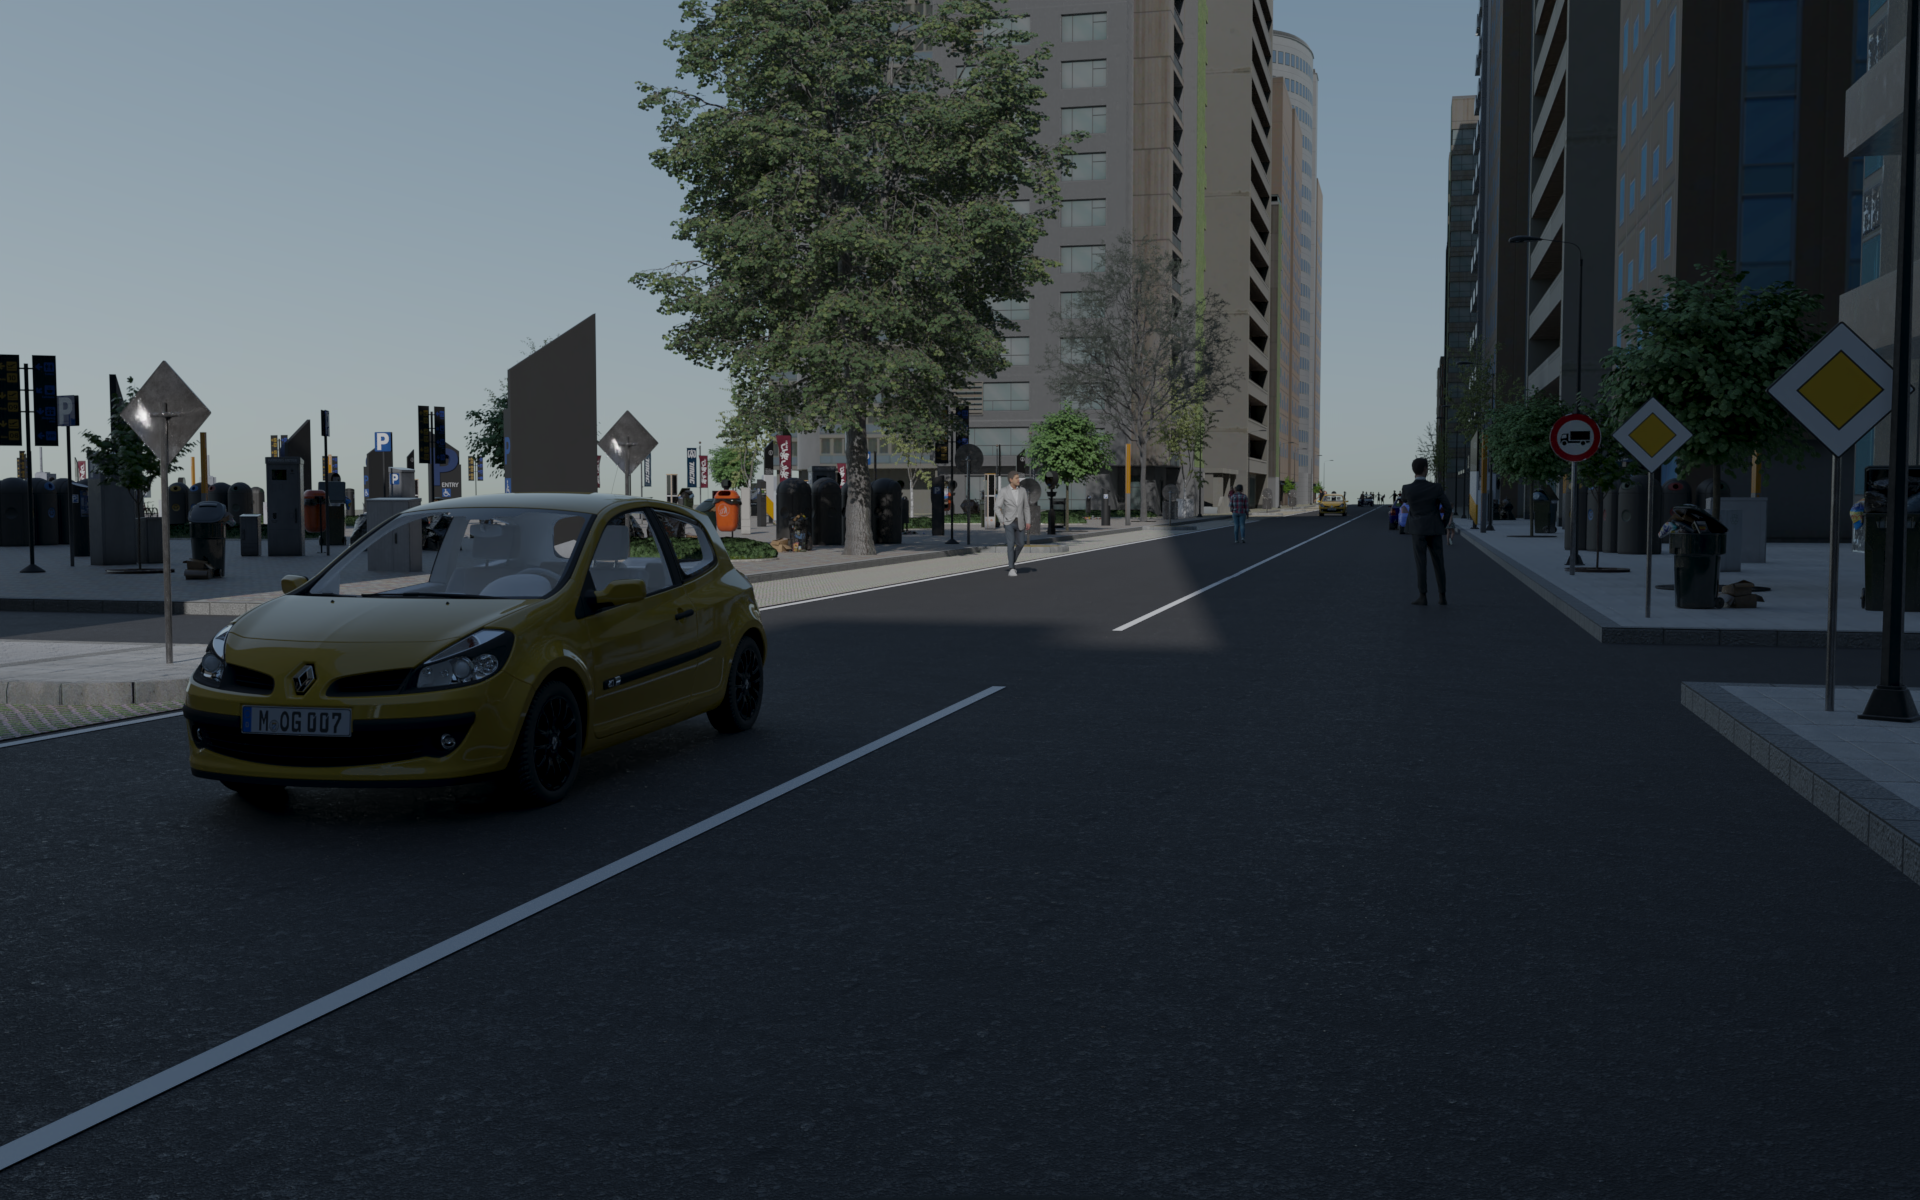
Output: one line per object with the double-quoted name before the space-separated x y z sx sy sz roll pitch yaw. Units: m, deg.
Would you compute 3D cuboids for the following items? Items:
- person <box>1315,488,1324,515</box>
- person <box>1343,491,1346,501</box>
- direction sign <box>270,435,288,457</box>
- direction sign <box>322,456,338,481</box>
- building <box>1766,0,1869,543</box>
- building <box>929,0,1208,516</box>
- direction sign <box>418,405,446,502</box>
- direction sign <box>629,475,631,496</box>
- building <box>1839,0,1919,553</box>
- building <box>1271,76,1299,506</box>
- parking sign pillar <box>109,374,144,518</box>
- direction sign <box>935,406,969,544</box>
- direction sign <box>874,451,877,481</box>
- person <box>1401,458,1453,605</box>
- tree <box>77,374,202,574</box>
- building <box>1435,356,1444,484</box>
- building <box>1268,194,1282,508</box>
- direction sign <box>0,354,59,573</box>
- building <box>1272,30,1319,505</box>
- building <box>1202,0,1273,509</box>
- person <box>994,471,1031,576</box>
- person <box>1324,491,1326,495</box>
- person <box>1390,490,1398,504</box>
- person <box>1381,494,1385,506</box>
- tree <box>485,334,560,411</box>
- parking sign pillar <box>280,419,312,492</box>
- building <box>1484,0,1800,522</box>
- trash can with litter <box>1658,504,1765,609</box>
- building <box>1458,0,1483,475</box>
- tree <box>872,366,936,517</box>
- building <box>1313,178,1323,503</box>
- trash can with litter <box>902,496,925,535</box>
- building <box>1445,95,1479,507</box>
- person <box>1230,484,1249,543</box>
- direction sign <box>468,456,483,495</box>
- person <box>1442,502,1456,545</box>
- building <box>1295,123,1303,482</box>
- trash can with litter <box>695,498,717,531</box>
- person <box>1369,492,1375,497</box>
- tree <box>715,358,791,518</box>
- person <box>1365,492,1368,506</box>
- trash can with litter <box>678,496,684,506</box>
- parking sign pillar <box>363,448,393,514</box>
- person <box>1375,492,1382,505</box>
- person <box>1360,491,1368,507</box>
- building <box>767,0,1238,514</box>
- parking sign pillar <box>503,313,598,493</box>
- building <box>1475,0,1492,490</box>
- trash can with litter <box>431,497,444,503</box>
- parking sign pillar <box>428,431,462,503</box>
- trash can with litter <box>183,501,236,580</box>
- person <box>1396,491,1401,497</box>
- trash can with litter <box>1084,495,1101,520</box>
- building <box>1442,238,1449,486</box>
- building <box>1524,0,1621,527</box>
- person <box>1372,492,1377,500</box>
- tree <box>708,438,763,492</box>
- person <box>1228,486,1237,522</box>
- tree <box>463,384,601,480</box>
"person" 24.474 -6.669 117.548 0.705 1.822 1.348 3 5 41
"person" 41.106 -10.779 185.517 0.721 1.735 1.217 0 4 7
"direction sign" -26.054 -4.549 66.376 0.876 3.537 0.379 2 4 26
"direction sign" -37.335 -6.772 102.723 0.876 3.537 0.379 -2 4 -27
"building" 27.207 -24.432 49.570 14.600 45.320 14.200 1 4 14
"building" 6.785 -25.621 102.491 14.154 41.232 14.086 1 4 14
"direction sign" -13.576 -3.217 44.593 0.379 3.537 0.876 2 4 31
"direction sign" -12.185 -4.403 63.986 0.379 3.537 0.876 0 3 0
"building" 29.864 -24.771 24.611 30.456 49.044 23.786 1 4 14
"building" 27.639 -32.671 184.288 14.600 45.320 14.200 1 4 14
"parking sign pillar" -19.058 -3.129 39.634 1.447 3.967 1.447 -1 4 -15
"direction sign" -0.205 -3.209 44.456 0.876 3.537 0.379 0 3 0
"direction sign" -4.477 -6.086 91.509 0.379 3.537 0.876 0 4 5
"person" 6.023 -0.891 22.437 0.648 1.900 0.474 0 4 3
"tree" -13.510 -2.053 28.167 1.663 3.219 1.824 0 3 0
"building" 77.072 -23.395 227.539 27.650 21.520 28.899 1 4 14
"building" 22.369 -23.858 161.783 14.160 30.474 14.107 1 4 14
"direction sign" -15.166 -2.215 28.216 0.876 3.537 0.379 -1 4 -20
"building" 33.832 -41.495 220.439 21.231 58.520 28.212 1 4 14
"building" 14.193 -31.802 143.667 21.300 48.544 21.600 1 4 14
"person" 0.906 -1.353 30.475 0.661 1.843 0.795 -1 4 -20
"person" 39.474 -10.907 187.376 0.434 1.755 0.990 2 4 31
"person" 49.220 -11.507 196.275 0.705 1.869 1.348 -3 4 -37
"person" 51.600 -12.200 211.161 0.799 1.438 0.628 3 5 45
"tree" -19.108 -7.859 78.855 4.360 8.622 3.978 0 3 0
"parking sign pillar" -23.771 -4.493 61.940 1.447 3.967 1.447 1 4 16
"building" 36.916 -27.283 96.187 14.600 45.320 14.200 1 4 14
"trash can with litter" 8.487 -0.499 19.541 1.055 1.170 0.624 -1 4 -17
"building" 54.503 -32.090 144.285 23.786 49.044 30.456 1 4 14
"tree" -2.667 -8.784 93.976 4.737 8.622 4.395 0 3 0
"building" 42.737 -36.104 240.410 14.600 45.320 14.200 1 4 14
"trash can with litter" -1.955 -2.691 55.059 1.678 1.210 2.233 1 4 13
"building" 57.777 -30.331 179.499 14.154 41.232 14.086 1 4 14
"person" 8.206 -2.543 50.915 0.563 1.720 0.643 1 4 19
"direction sign" -28.721 -6.774 102.759 0.876 3.537 0.379 0 4 -2
"person" 13.739 -2.160 48.825 0.382 1.210 0.505 -3 4 -37
"building" 31.607 -33.548 198.621 14.600 45.320 14.200 1 4 14
"trash can with litter" -6.469 -1.961 43.443 0.624 1.170 1.055 2 4 35
"person" 51.674 -12.739 217.504 1.217 1.743 0.721 -2 4 -24
"tree" -11.152 -8.675 92.203 4.737 8.622 4.395 0 3 0
"person" 50.537 -12.605 215.307 1.217 1.735 0.721 2 4 27
"trash can with litter" -13.170 -4.224 80.121 2.233 1.210 1.678 3 4 37
"parking sign pillar" -26.576 -5.547 79.160 1.447 3.967 1.447 3 4 37
"person" 57.294 -13.918 236.845 1.217 1.735 0.721 3 4 36
"person" 44.816 -11.197 192.104 0.750 1.759 0.617 -1 4 -15
"building" 3.220 -26.383 123.246 32.217 40.220 23.993 1 4 14
"parking sign pillar" -6.083 -2.280 25.750 1.447 3.967 1.447 -2 4 -28
"building" 45.841 -35.106 115.988 21.231 58.520 28.212 1 4 14
"trash can with litter" -18.523 -3.111 62.257 0.624 1.170 1.055 2 4 24
"parking sign pillar" -21.683 -5.163 72.891 1.447 3.967 1.447 -2 4 -31
"trash can with litter" -11.434 -0.914 26.335 0.624 1.170 1.055 -1 4 -12
"person" 50.871 -11.725 200.140 1.348 1.831 0.705 0 4 -4
"trash can with litter" 6.716 -4.718 88.196 1.678 1.210 2.233 1 4 16
"building" 61.579 -25.863 194.568 14.160 30.474 14.107 1 4 14
"building" 36.357 -27.530 73.815 21.300 48.544 21.600 1 4 14
"person" 58.301 -14.383 244.180 0.721 1.766 1.217 -3 5 -41
"tree" -12.754 -6.989 97.988 4.285 4.588 4.351 0 3 0
"person" 13.715 -4.792 86.827 0.580 1.828 0.573 2 4 28
"tree" -10.549 -3.650 43.393 4.285 4.588 4.351 0 3 0
